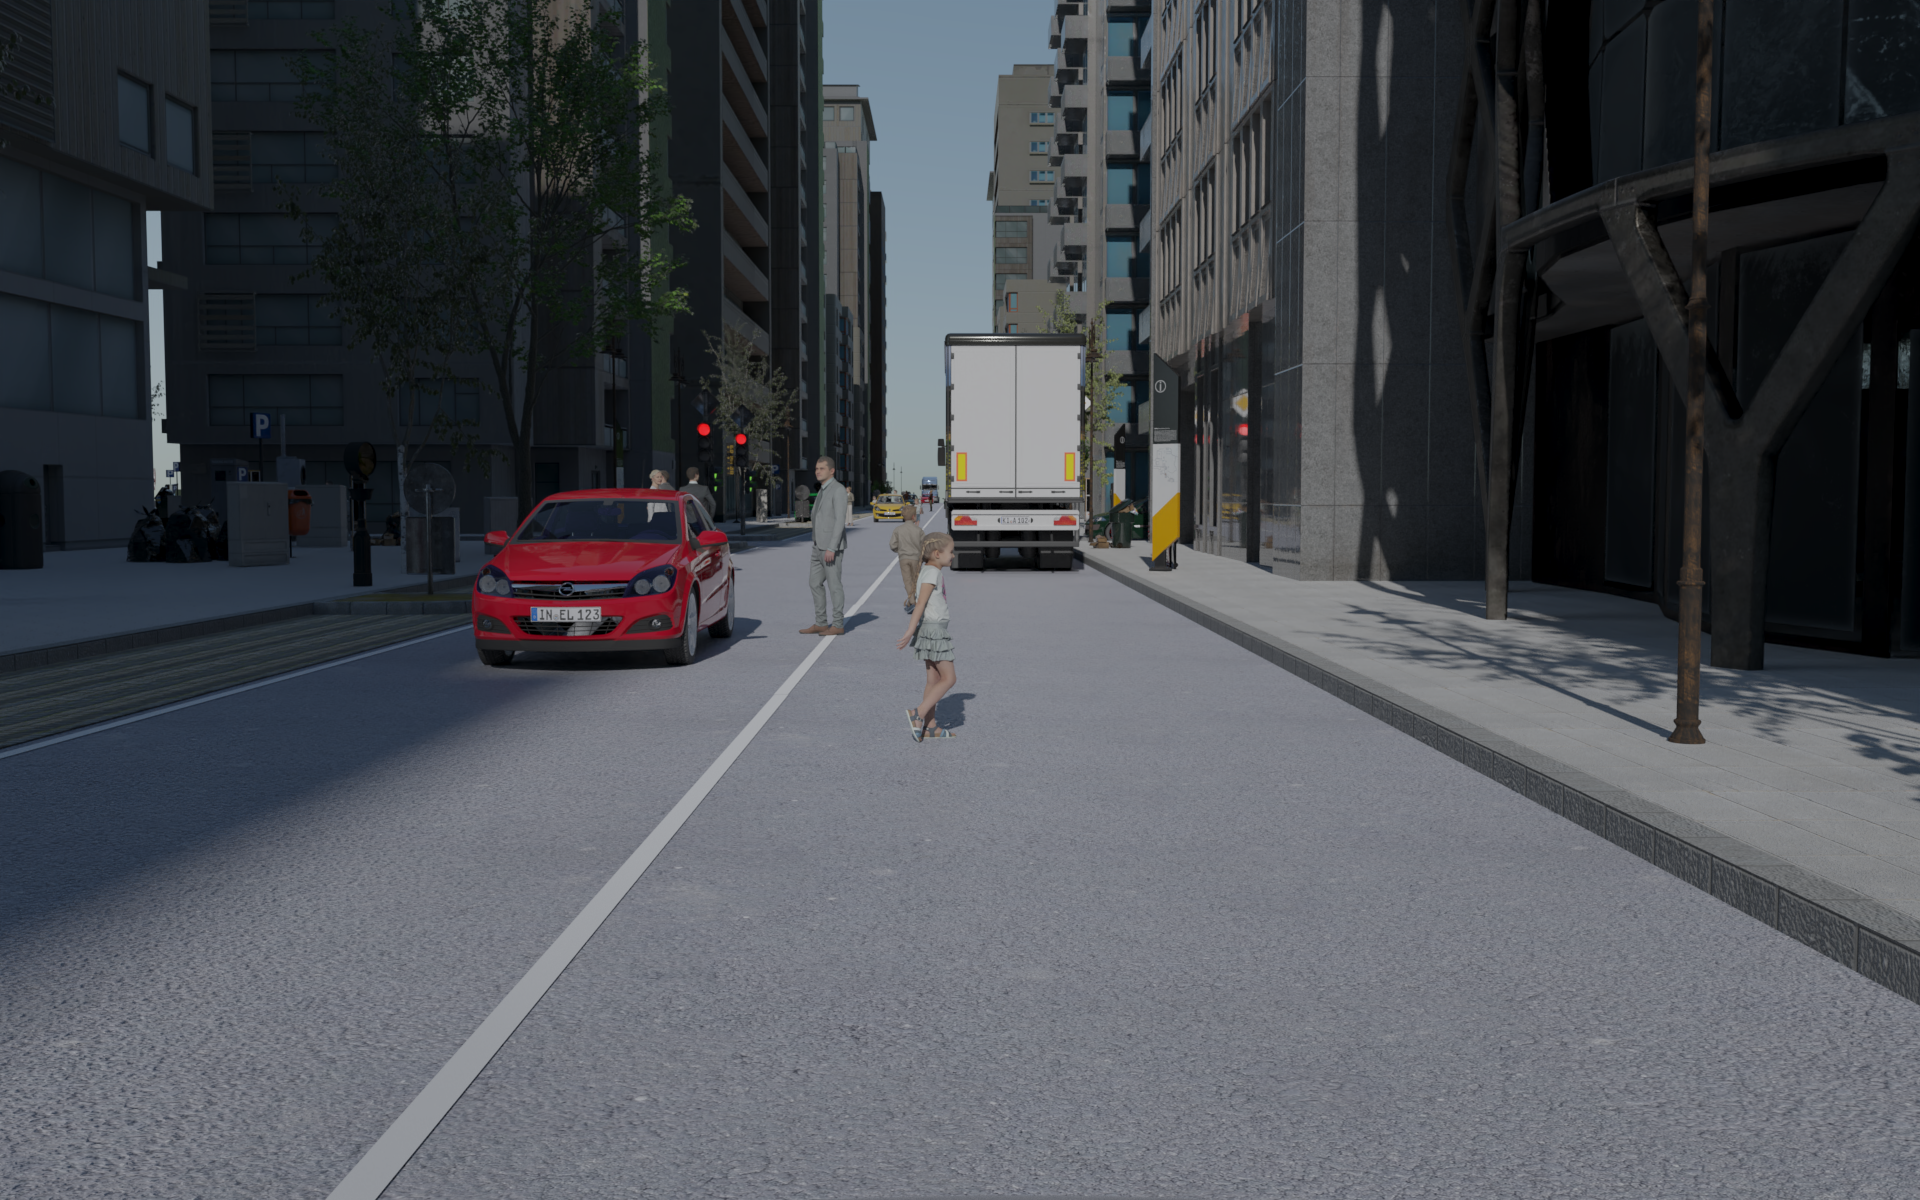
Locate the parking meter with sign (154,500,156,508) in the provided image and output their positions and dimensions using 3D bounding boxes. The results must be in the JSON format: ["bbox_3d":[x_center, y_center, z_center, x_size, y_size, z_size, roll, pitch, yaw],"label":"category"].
[{"bbox_3d":[-53.532,-7.183,113.695,0.543,3.016,1.738,1,4,19],"label":"parking meter with sign"}]

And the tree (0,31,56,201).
[{"bbox_3d":[-9.280,-3.833,13.027,4.360,8.622,3.978,0,3,0],"label":"tree"}]

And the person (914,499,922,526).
[{"bbox_3d":[-1.719,-3.505,70.491,0.332,1.250,0.352,1,4,12],"label":"person"}]

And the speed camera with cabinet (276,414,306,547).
[{"bbox_3d":[-16.502,-2.940,42.405,0.660,3.252,2.038,-1,4,-10],"label":"speed camera with cabinet"}]

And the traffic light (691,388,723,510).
[{"bbox_3d":[-6.719,-3.487,45.929,0.839,4.253,0.868,0,4,0],"label":"traffic light"}]

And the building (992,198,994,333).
[{"bbox_3d":[15.822,-38.211,244.352,23.786,49.044,30.456,0,4,0],"label":"building"}]

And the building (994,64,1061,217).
[{"bbox_3d":[14.638,-34.798,192.650,21.300,48.544,21.600,0,4,0],"label":"building"}]

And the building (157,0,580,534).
[{"bbox_3d":[-18.247,-23.050,60.463,14.154,41.232,14.086,0,4,0],"label":"building"}]

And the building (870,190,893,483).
[{"bbox_3d":[-22.794,-39.858,271.281,23.786,49.044,30.456,0,4,0],"label":"building"}]

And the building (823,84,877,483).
[{"bbox_3d":[-25.666,-39.037,227.492,28.713,52.752,27.495,0,4,0],"label":"building"}]

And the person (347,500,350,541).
[{"bbox_3d":[-17.476,-2.326,49.127,0.523,1.515,0.503,-2,4,-24],"label":"person"}]

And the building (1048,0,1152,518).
[{"bbox_3d":[16.410,-29.150,96.212,23.786,49.044,30.456,0,4,0],"label":"building"}]

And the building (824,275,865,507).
[{"bbox_3d":[-24.178,-20.120,173.996,27.650,21.520,28.899,0,4,0],"label":"building"}]

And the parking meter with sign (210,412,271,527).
[{"bbox_3d":[-15.802,-2.523,37.505,1.738,3.016,0.543,1,4,18],"label":"parking meter with sign"}]

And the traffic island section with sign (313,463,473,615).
[{"bbox_3d":[-6.658,-0.779,21.363,1.989,1.847,2.006,0,4,0],"label":"traffic island section with sign"}]

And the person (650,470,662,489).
[{"bbox_3d":[-5.180,-1.281,29.320,0.818,1.842,0.514,-1,4,-20],"label":"person"}]

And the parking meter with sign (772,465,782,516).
[{"bbox_3d":[-10.795,-6.469,102.030,0.543,3.016,1.738,-1,4,-14],"label":"parking meter with sign"}]

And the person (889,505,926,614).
[{"bbox_3d":[-0.619,-0.488,20.747,0.475,1.303,0.640,-1,4,-21],"label":"person"}]

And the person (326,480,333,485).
[{"bbox_3d":[-18.723,-2.648,51.659,0.638,1.841,0.748,-3,4,-37],"label":"person"}]

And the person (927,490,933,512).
[{"bbox_3d":[-2.463,-8.145,142.189,0.721,1.766,1.217,1,4,17],"label":"person"}]

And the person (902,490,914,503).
[{"bbox_3d":[-4.338,-8.009,140.271,1.217,1.723,0.721,0,4,-6],"label":"person"}]

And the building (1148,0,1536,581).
[{"bbox_3d":[10.978,-13.254,34.728,12.078,24.808,19.932,0,4,0],"label":"building"}]

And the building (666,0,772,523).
[{"bbox_3d":[-21.223,-28.276,86.022,21.300,48.544,21.600,0,4,0],"label":"building"}]

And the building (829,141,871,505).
[{"bbox_3d":[-17.505,-31.271,194.875,14.154,41.232,14.086,0,4,0],"label":"building"}]

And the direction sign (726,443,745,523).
[{"bbox_3d":[-9.877,-5.167,76.484,0.876,3.537,0.379,-1,4,-21],"label":"direction sign"}]

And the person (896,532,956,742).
[{"bbox_3d":[-0.217,0.205,10.163,0.382,1.210,0.505,-1,4,-11],"label":"person"}]

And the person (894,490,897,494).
[{"bbox_3d":[-3.966,-5.933,106.506,0.522,1.701,0.512,-1,4,-19],"label":"person"}]

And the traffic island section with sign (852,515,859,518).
[{"bbox_3d":[-7.008,-5.780,103.125,1.989,1.847,2.006,0,4,0],"label":"traffic island section with sign"}]

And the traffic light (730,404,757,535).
[{"bbox_3d":[-6.753,-3.975,53.914,0.839,4.253,0.868,0,4,0],"label":"traffic light"}]

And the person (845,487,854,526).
[{"bbox_3d":[-5.031,-4.214,77.952,0.362,1.759,0.519,-3,5,-44],"label":"person"}]

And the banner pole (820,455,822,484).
[{"bbox_3d":[-8.746,-7.361,110.369,0.401,3.779,0.863,1,4,18],"label":"banner pole"}]

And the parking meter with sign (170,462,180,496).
[{"bbox_3d":[-41.713,-5.977,93.985,0.543,3.016,1.738,2,4,33],"label":"parking meter with sign"}]

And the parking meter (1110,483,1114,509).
[{"bbox_3d":[7.087,-4.504,79.357,0.399,1.863,0.255,-1,4,-18],"label":"parking meter"}]

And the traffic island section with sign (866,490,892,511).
[{"bbox_3d":[-7.213,-8.749,151.673,1.989,1.847,2.006,0,4,0],"label":"traffic island section with sign"}]

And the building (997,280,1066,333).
[{"bbox_3d":[17.491,-18.909,154.203,27.650,21.520,28.899,0,4,0],"label":"building"}]

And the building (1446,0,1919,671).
[{"bbox_3d":[13.487,-9.100,16.245,16.820,18.784,16.811,0,4,0],"label":"building"}]

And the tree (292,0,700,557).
[{"bbox_3d":[-9.000,-6.680,34.977,9.928,11.665,9.643,0,3,0],"label":"tree"}]

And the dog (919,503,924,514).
[{"bbox_3d":[-2.656,-6.523,123.479,0.800,0.831,0.513,-3,5,-40],"label":"dog"}]

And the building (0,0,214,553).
[{"bbox_3d":[-32.333,-26.997,30.642,27.495,52.752,28.713,0,4,0],"label":"building"}]

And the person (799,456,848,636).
[{"bbox_3d":[-1.334,-0.548,17.565,0.391,1.810,0.635,-2,4,-32],"label":"person"}]

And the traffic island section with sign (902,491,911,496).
[{"bbox_3d":[-7.691,-15.573,263.250,1.989,1.847,2.006,0,4,0],"label":"traffic island section with sign"}]

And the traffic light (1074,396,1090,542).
[{"bbox_3d":[3.092,-3.490,45.986,0.839,4.253,0.868,0,4,0],"label":"traffic light"}]

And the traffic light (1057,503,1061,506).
[{"bbox_3d":[3.058,-3.979,53.971,0.839,4.253,0.868,0,4,0],"label":"traffic light"}]

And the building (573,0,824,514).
[{"bbox_3d":[-16.397,-26.288,113.399,14.154,41.232,14.086,0,4,0],"label":"building"}]

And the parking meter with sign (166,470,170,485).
[{"bbox_3d":[-56.143,-7.793,123.676,0.543,3.016,1.738,-3,5,-39],"label":"parking meter with sign"}]

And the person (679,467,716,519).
[{"bbox_3d":[-4.601,-1.378,30.389,0.648,1.900,0.474,-1,4,-14],"label":"person"}]

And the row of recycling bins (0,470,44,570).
[{"bbox_3d":[-16.916,-1.306,28.474,1.069,1.692,3.534,2,4,29],"label":"row of recycling bins"}]

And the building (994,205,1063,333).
[{"bbox_3d":[10.395,-24.689,175.363,14.160,30.474,14.107,0,4,0],"label":"building"}]

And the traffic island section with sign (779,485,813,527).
[{"bbox_3d":[-6.894,-4.131,76.170,1.989,1.847,2.006,0,4,0],"label":"traffic island section with sign"}]

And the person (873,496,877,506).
[{"bbox_3d":[-5.073,-5.610,104.504,0.425,1.301,0.394,-2,4,-33],"label":"person"}]

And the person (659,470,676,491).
[{"bbox_3d":[-5.299,-1.359,30.518,0.447,1.846,0.655,1,4,20],"label":"person"}]

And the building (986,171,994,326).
[{"bbox_3d":[18.781,-41.879,273.961,28.713,52.752,27.495,0,4,0],"label":"building"}]

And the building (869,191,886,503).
[{"bbox_3d":[-17.847,-36.637,249.129,14.600,45.320,14.200,0,4,0],"label":"building"}]
